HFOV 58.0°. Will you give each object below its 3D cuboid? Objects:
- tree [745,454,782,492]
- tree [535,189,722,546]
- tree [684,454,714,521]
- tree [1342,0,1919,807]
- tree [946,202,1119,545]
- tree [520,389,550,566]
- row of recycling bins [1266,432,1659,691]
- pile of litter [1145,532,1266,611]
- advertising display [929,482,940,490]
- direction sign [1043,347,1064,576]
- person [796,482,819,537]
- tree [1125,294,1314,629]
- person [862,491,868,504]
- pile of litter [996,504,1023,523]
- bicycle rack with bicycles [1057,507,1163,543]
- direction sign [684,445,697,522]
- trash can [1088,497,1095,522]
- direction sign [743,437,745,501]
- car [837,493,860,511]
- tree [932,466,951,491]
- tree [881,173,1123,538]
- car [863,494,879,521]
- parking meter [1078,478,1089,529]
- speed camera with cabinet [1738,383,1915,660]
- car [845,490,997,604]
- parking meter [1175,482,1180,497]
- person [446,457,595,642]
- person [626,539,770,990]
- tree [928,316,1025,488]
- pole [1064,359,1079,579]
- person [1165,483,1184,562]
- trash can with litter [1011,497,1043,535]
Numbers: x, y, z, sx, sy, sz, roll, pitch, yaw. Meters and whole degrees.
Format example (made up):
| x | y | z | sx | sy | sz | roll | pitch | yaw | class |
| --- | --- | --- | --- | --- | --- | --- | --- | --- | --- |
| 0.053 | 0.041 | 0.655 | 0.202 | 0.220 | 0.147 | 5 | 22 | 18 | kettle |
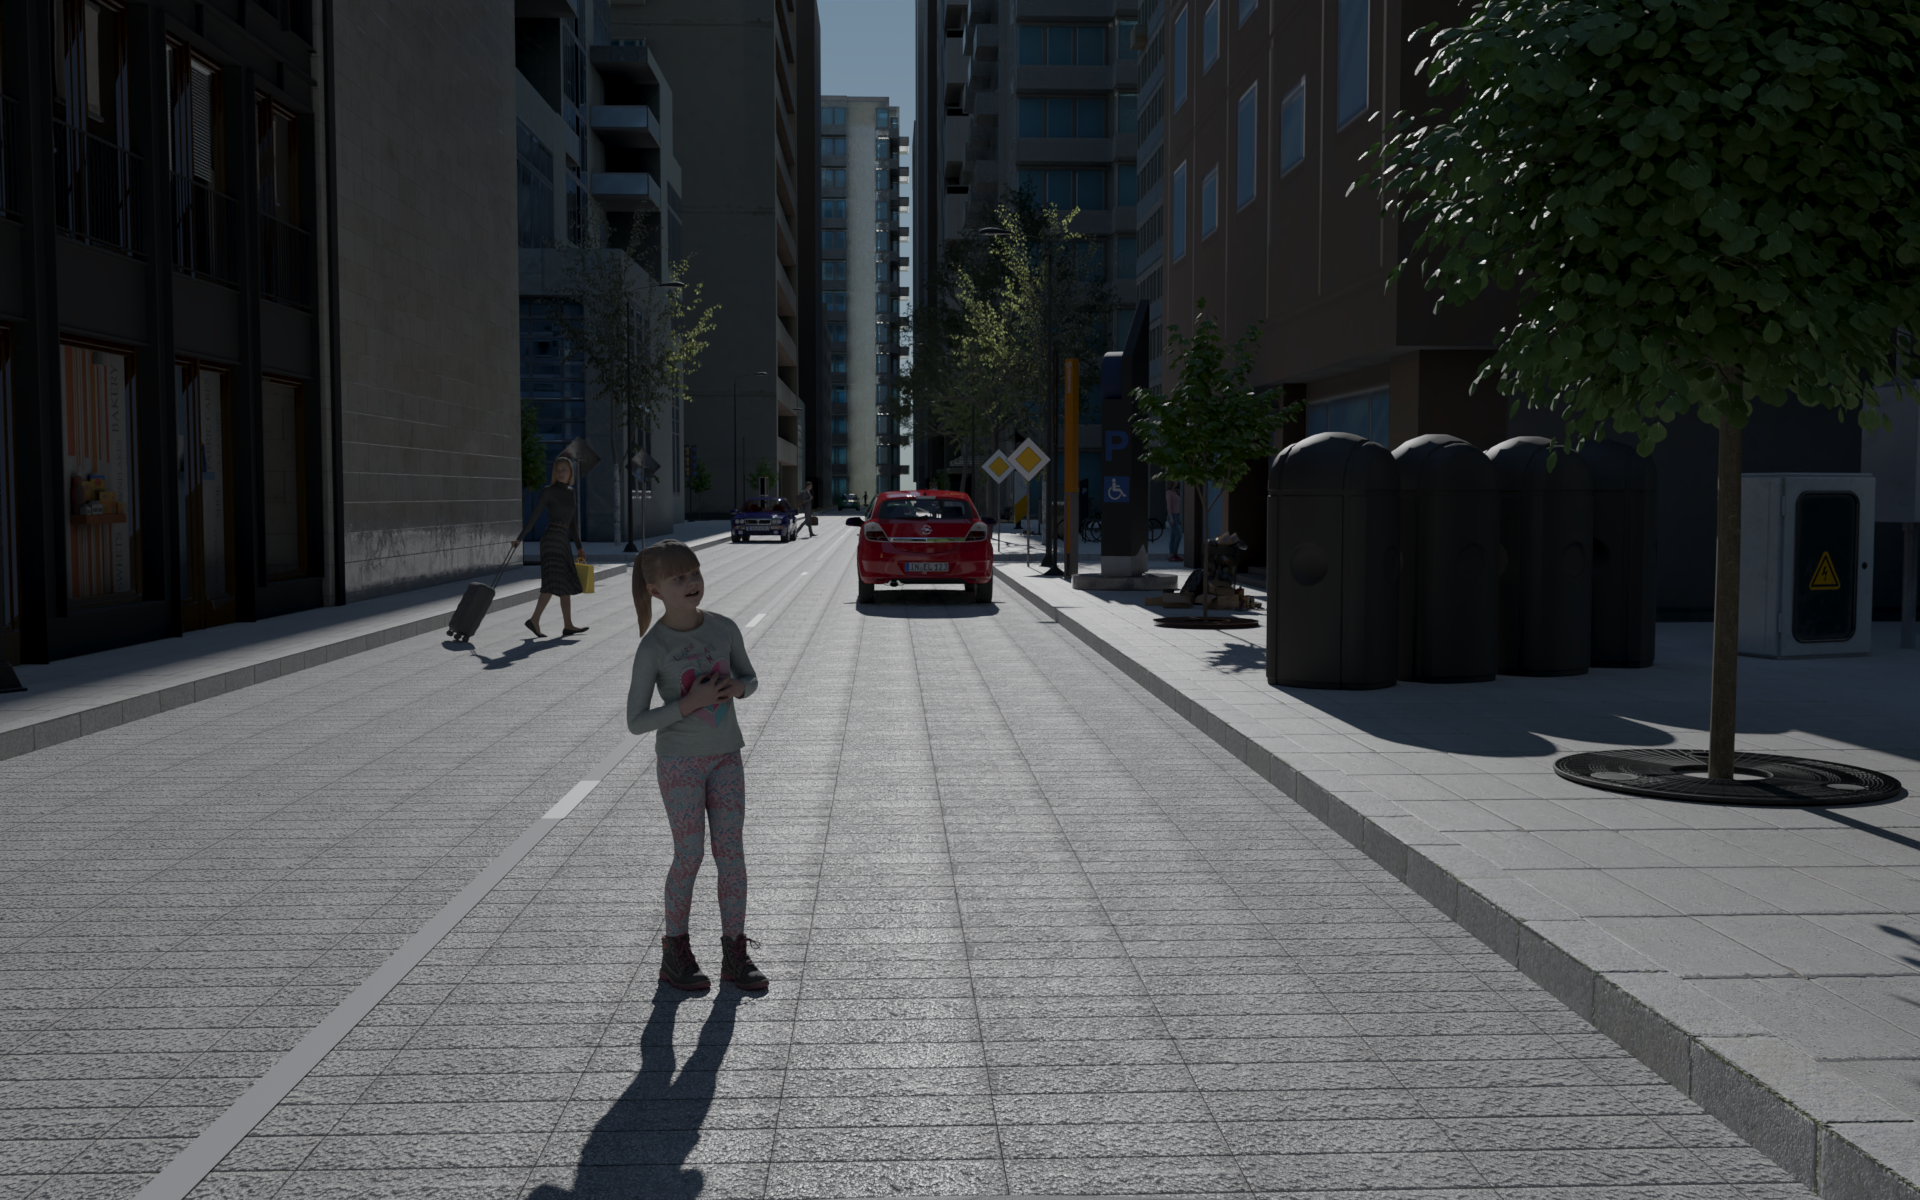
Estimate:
| x | y | z | sx | sy | sz | roll | pitch | yaw | class |
| --- | --- | --- | --- | --- | --- | --- | --- | --- | --- |
| -9.508 | -5.398 | 82.856 | 1.663 | 3.219 | 1.824 | 0 | 3 | 0 | tree |
| -8.267 | -5.651 | 42.756 | 4.360 | 8.622 | 3.978 | 0 | 3 | 0 | tree |
| -12.653 | -5.420 | 83.213 | 1.663 | 3.219 | 1.824 | 0 | 3 | 0 | tree |
| 3.366 | -1.469 | 7.726 | 4.285 | 4.588 | 4.351 | 0 | 3 | 0 | tree |
| 1.887 | -5.664 | 42.969 | 4.360 | 8.622 | 3.978 | 0 | 3 | 0 | tree |
| -7.907 | -2.253 | 31.434 | 1.663 | 3.219 | 1.824 | 0 | 3 | 0 | tree |
| 3.697 | -0.319 | 12.336 | 3.534 | 1.692 | 1.069 | -2 | 4 | -32 | row of recycling bins |
| 2.804 | -0.345 | 19.612 | 1.176 | 0.858 | 1.719 | -1 | 4 | -23 | pile of litter |
| -1.338 | -5.227 | 90.673 | 0.123 | 1.923 | 0.974 | -2 | 4 | -29 | advertising display |
| 1.501 | -2.155 | 27.225 | 0.379 | 3.537 | 0.876 | 0 | 4 | 7 | direction sign |
| -5.128 | -3.014 | 57.743 | 0.822 | 1.834 | 0.622 | 0 | 4 | -5 | person |
| 2.352 | -1.368 | 16.968 | 1.663 | 3.219 | 1.824 | 0 | 3 | 0 | tree |
| -9.764 | -10.297 | 177.681 | 0.721 | 1.723 | 1.217 | 2 | 4 | 25 | person |
| 2.105 | -3.795 | 76.011 | 1.719 | 0.858 | 1.176 | 2 | 4 | 28 | pile of litter |
| 4.032 | -2.013 | 46.289 | 2.925 | 0.926 | 2.852 | 0 | 4 | 3 | bicycle rack with bicycles |
| -12.396 | -5.363 | 79.676 | 0.379 | 3.537 | 0.876 | 2 | 4 | 30 | direction sign |
| 5.669 | -4.037 | 77.659 | 0.748 | 1.137 | 0.748 | 0 | 3 | 0 | trash can |
| -8.652 | -4.737 | 69.452 | 0.379 | 3.537 | 0.876 | 0 | 4 | -4 | direction sign |
| -9.471 | -8.496 | 147.707 | 1.959 | 1.807 | 4.718 | 0 | 4 | -1 | car |
| -1.034 | -7.501 | 117.238 | 1.663 | 3.219 | 1.824 | 0 | 3 | 0 | tree |
| 1.134 | -7.086 | 50.271 | 7.601 | 10.594 | 8.767 | 1 | 4 | 18 | tree |
| -2.529 | -3.165 | 63.539 | 2.131 | 1.459 | 4.920 | 0 | 4 | -1 | car |
| 4.439 | -3.494 | 62.842 | 0.399 | 1.863 | 0.255 | -2 | 4 | -25 | parking meter |
| 7.158 | -1.193 | 13.847 | 2.038 | 3.252 | 0.660 | -1 | 4 | -20 | speed camera with cabinet |
| -0.530 | -0.925 | 24.171 | 2.155 | 1.783 | 4.494 | 0 | 4 | -3 | car |
| 9.082 | -4.104 | 72.812 | 0.255 | 1.863 | 0.399 | 0 | 4 | -8 | parking meter |
| -4.362 | -0.524 | 17.278 | 1.509 | 1.804 | 0.699 | -2 | 4 | -30 | person |
| -0.739 | 0.473 | 5.040 | 0.394 | 1.301 | 0.425 | 3 | 4 | 37 | person |
| 0.900 | -7.239 | 68.715 | 4.737 | 8.622 | 4.395 | 0 | 3 | 0 | tree |
| 1.687 | -1.979 | 26.201 | 0.158 | 3.312 | 0.155 | 0 | 3 | 0 | pole |
| 4.508 | -1.711 | 36.482 | 0.388 | 1.821 | 0.555 | 1 | 4 | 14 | person |
| 2.490 | -2.650 | 54.390 | 1.678 | 1.210 | 2.233 | -2 | 4 | -35 | trash can with litter |
